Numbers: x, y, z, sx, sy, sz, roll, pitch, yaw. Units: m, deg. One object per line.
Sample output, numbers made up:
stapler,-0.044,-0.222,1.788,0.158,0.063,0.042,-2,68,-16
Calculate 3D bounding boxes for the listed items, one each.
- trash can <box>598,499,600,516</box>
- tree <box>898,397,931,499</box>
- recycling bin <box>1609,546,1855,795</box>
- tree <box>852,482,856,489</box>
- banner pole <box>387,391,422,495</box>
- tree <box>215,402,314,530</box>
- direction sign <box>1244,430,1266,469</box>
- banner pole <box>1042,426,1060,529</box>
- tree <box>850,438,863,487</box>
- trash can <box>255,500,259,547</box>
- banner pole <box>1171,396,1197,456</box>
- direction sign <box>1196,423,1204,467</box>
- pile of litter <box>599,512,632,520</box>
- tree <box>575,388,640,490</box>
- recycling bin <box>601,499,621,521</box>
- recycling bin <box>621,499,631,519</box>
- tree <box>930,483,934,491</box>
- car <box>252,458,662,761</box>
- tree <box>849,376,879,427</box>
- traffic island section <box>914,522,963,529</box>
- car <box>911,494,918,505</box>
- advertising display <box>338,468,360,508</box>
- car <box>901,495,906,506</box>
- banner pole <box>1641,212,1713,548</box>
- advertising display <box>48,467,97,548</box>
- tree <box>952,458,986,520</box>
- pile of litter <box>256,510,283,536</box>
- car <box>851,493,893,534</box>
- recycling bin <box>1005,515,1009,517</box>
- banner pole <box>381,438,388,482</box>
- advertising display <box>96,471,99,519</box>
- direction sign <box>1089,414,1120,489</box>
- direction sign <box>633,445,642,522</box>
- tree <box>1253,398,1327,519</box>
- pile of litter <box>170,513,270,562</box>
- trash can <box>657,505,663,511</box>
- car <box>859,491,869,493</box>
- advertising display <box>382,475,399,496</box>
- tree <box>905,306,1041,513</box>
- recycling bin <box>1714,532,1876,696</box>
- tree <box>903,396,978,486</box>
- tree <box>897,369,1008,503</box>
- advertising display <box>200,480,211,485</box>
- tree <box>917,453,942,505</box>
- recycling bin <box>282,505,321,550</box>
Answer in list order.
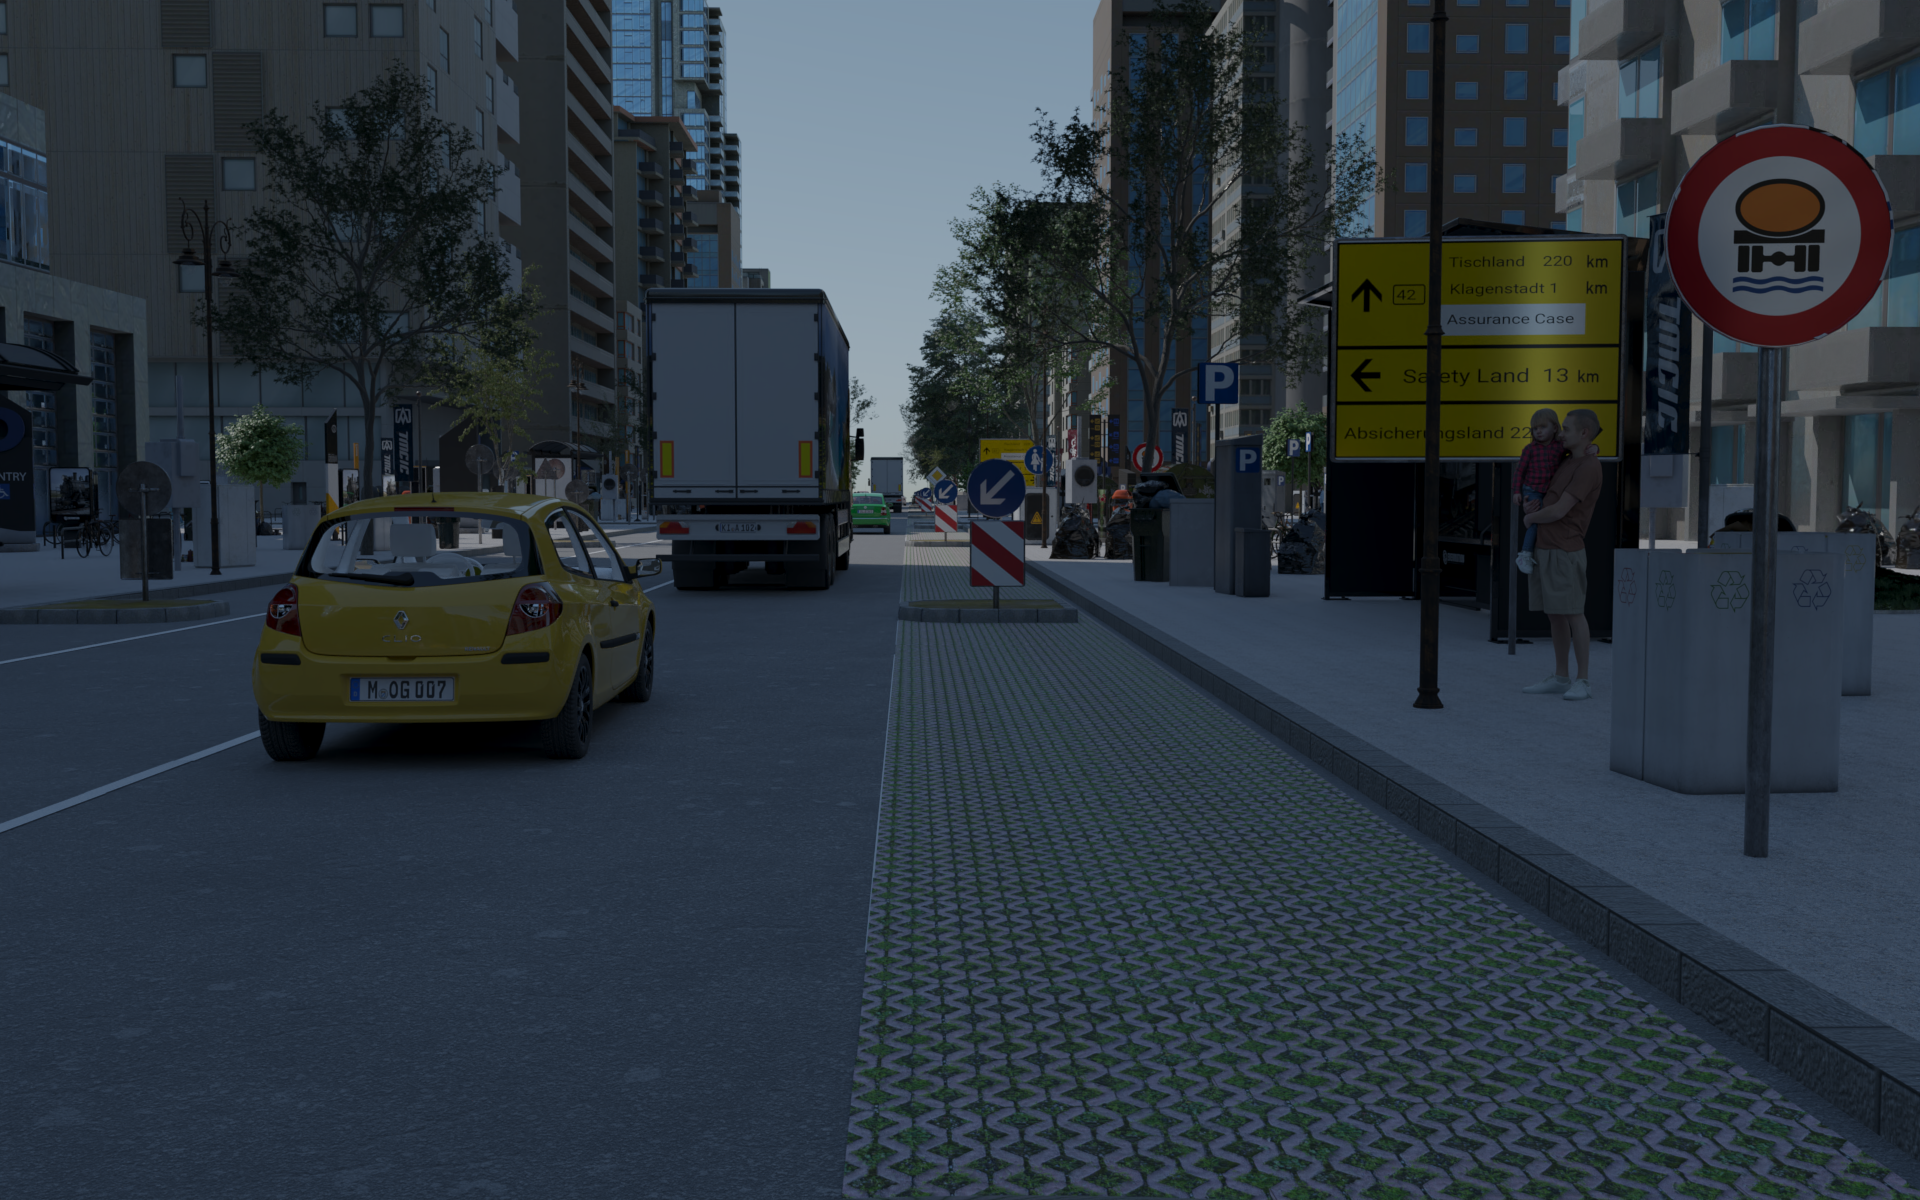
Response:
trash can,-21.171,-5.430,100.441,0.748,1.137,0.748,0,3,0
tree,-3.871,-26.994,297.247,12.611,20.169,13.585,0,3,0
recycling bin,3.407,0.295,7.738,0.722,1.027,0.722,0,4,-6
tree,-20.405,-20.008,310.841,4.285,4.588,4.351,0,3,0
banner pole,-13.407,-3.197,42.280,0.863,3.779,0.401,0,4,-3
tree,-24.741,-4.759,61.529,4.285,4.588,4.351,0,3,0
direction sign,10.492,-4.274,61.879,0.379,3.537,0.876,-3,5,-44
banner pole,3.504,-4.534,64.148,0.401,3.779,0.863,-3,4,-36
tree,-20.066,-23.045,294.909,7.486,12.596,7.792,0,3,0
trash can,-16.453,-1.715,39.700,0.748,1.137,0.748,0,3,0
banner pole,5.765,-3.320,44.299,0.863,3.779,0.401,-1,4,-15
direction sign,7.634,-3.880,55.436,0.379,3.537,0.876,1,4,17
pile of litter,-17.241,-4.401,85.914,1.176,0.858,1.719,2,4,32
tree,-23.829,-10.277,118.388,4.360,8.622,3.978,0,3,0
recycling bin,-16.963,-4.357,83.796,0.722,1.027,0.722,0,4,-4
recycling bin,-17.417,-4.714,89.624,0.722,1.027,0.722,0,4,-6
tree,-2.543,-14.431,219.657,4.285,4.588,4.351,0,3,0
car,-2.933,-0.032,10.750,2.015,1.641,3.980,0,4,-3
tree,-17.068,-22.986,231.711,12.611,20.169,13.585,0,3,0
traffic island section,-0.903,-3.052,72.173,2.009,0.180,2.903,0,4,-2
car,-5.514,-13.362,228.253,2.009,1.686,4.222,0,4,-2
advertising display,-15.304,-2.336,43.411,0.123,1.923,0.974,0,4,5
car,-7.532,-12.207,211.945,2.083,1.381,4.827,0,4,-3
banner pole,5.592,-1.430,13.398,0.401,3.779,0.863,-1,4,-22
advertising display,-21.045,-2.190,41.026,0.974,1.923,0.123,0,4,-1
tree,0.359,-5.984,92.438,1.663,3.219,1.824,0,3,0
pile of litter,-21.854,-2.424,53.599,1.719,0.858,1.176,0,4,5
car,-3.423,-3.324,63.139,1.959,1.807,4.718,0,4,-2
recycling bin,2.418,-5.251,98.402,0.722,1.027,0.722,1,4,8
banner pole,-22.182,-4.748,67.642,0.863,3.779,0.401,-1,4,-17
advertising display,-24.837,-2.705,49.441,0.974,1.923,0.123,3,5,43
direction sign,4.107,-3.506,49.320,0.876,3.537,0.379,0,4,-5
direction sign,-15.053,-5.428,80.742,0.379,3.537,0.876,0,4,-1
tree,11.667,-4.609,59.077,4.285,4.588,4.351,0,3,0
pile of litter,-14.218,-1.157,32.887,1.719,0.858,1.176,2,4,33
trash can,-18.243,-5.721,105.184,0.748,1.137,0.748,0,3,0
car,-12.010,-12.570,214.185,2.281,1.827,5.304,0,4,-2
advertising display,-18.954,-3.210,57.696,0.123,1.923,0.974,-3,5,-44
tree,0.807,-12.737,114.909,9.857,13.997,8.962,0,3,0
recycling bin,5.421,0.077,11.297,0.722,1.027,0.722,0,4,-6
tree,-1.526,-16.694,189.959,9.611,12.733,9.660,0,3,0
tree,-0.293,-15.402,162.192,12.009,13.543,11.850,0,3,0
advertising display,-35.025,-4.560,79.775,0.974,1.923,0.123,-2,4,-26
tree,-2.129,-17.952,211.648,7.486,12.596,7.792,0,3,0
recycling bin,-15.258,-1.687,40.137,0.722,1.027,0.722,-2,4,-33
